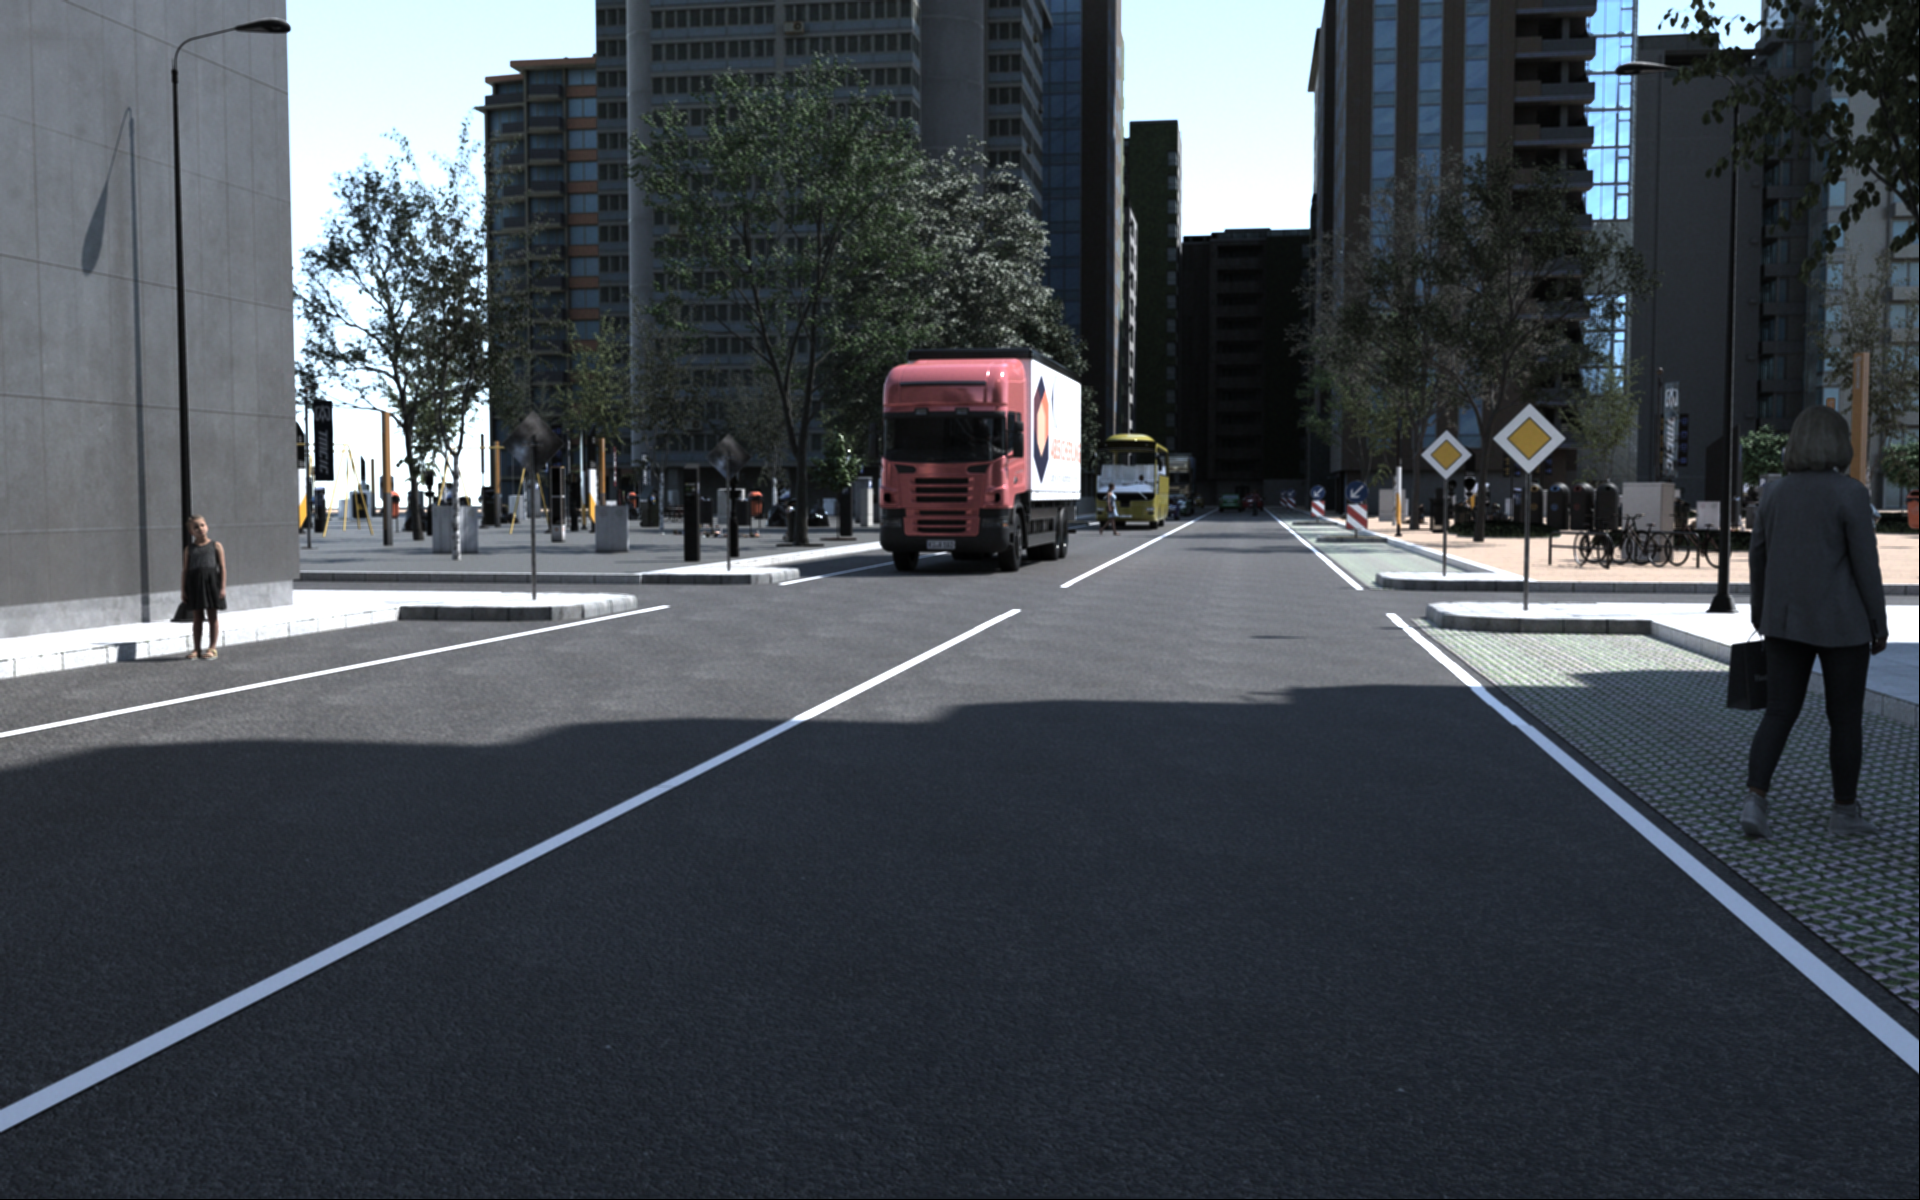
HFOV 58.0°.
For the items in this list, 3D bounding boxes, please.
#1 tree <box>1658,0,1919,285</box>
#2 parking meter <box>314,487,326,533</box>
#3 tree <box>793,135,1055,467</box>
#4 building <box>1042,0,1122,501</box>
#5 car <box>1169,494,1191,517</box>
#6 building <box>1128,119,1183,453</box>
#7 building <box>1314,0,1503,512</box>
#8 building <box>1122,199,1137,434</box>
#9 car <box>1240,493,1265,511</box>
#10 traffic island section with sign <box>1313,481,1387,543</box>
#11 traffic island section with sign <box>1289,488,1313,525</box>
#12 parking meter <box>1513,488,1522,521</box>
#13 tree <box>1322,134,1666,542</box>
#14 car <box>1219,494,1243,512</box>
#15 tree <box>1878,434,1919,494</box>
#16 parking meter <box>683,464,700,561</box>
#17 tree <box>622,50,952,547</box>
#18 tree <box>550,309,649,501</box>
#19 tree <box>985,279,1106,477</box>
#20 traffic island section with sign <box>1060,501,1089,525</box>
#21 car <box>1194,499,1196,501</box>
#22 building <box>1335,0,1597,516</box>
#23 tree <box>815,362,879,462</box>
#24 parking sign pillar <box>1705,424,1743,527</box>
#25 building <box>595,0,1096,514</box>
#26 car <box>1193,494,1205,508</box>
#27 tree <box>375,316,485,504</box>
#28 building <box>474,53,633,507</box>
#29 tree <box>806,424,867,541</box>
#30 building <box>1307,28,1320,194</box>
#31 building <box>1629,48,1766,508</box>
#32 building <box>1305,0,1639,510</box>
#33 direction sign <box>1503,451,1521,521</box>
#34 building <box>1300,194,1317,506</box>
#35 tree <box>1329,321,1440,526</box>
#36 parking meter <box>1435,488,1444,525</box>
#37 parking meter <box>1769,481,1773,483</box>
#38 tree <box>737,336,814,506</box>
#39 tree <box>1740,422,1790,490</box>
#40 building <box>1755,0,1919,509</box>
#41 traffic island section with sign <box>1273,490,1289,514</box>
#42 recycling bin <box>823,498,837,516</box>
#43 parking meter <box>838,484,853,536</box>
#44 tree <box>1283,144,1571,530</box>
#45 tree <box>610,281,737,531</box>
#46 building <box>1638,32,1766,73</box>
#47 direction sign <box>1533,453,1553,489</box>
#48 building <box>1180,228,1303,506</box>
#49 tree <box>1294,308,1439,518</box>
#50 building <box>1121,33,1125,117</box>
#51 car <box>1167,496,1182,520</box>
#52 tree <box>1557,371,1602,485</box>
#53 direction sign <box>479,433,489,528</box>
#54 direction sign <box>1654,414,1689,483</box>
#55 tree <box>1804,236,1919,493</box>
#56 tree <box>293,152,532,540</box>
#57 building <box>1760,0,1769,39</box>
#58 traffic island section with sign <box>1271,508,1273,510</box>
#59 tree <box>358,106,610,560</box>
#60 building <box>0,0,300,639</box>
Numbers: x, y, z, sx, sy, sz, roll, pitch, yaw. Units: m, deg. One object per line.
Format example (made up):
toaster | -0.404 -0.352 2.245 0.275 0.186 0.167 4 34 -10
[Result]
tree | 7.153 -3.774 12.063 4.737 8.622 4.395 0 3 0
parking meter | -21.403 -3.028 57.912 0.372 1.533 0.369 0 3 0
tree | -1.262 -9.516 62.244 9.857 13.997 8.962 0 3 0
building | 5.043 -29.617 134.350 14.600 45.320 14.200 1 4 9
car | 13.750 -6.050 110.722 2.131 1.459 4.920 1 4 11
building | 17.562 -31.179 193.376 14.086 41.232 14.154 1 4 9
building | 38.772 -30.761 153.059 14.600 45.320 14.200 1 4 9
building | 10.429 -24.519 172.593 14.107 30.474 14.160 1 4 9
car | 25.056 -8.515 148.262 2.155 1.783 4.494 1 4 10
traffic island section with sign | 11.653 -2.626 51.564 1.989 1.847 2.006 1 4 9
traffic island section with sign | 16.286 -4.334 79.492 1.989 1.847 2.006 1 4 9
parking meter | 23.332 -3.916 72.443 0.372 1.533 0.369 0 3 0
tree | 13.889 -6.826 46.014 8.767 10.594 7.601 1 4 11
car | 21.801 -7.985 139.350 1.959 1.807 4.718 1 4 11
tree | 51.395 -6.718 93.560 4.285 4.588 4.351 0 3 0
parking meter | -5.118 -1.673 33.058 0.255 1.863 0.399 0 4 1
tree | -4.003 -7.115 42.079 9.928 11.665 9.643 0 3 0
tree | -14.634 -7.304 69.786 4.737 8.622 4.395 0 3 0
tree | 3.345 -10.656 91.240 9.611 12.733 9.660 0 3 0
traffic island section with sign | 4.943 -4.365 79.998 1.989 1.847 2.006 1 4 9
car | 17.605 -7.630 137.113 2.083 1.381 4.827 1 4 9
building | 30.667 -27.991 107.757 14.600 45.320 14.200 1 4 9
tree | -5.755 -8.589 90.796 4.737 8.622 4.395 0 3 0
parking sign pillar | 29.817 -4.840 67.612 1.447 3.967 1.447 -3 4 -37
building | -7.349 -26.015 117.233 32.217 40.220 23.993 1 4 9
car | 23.943 -10.153 176.225 2.015 1.641 3.980 1 4 10
tree | -20.305 -7.145 67.190 4.737 8.622 4.395 0 3 0
building | -31.905 -31.800 174.559 28.867 44.769 22.147 1 4 9
tree | -3.535 -3.278 48.203 1.663 3.219 1.824 0 3 0
building | 53.107 -36.993 194.069 27.495 52.752 28.713 1 4 9
building | 65.959 -29.314 162.876 14.086 41.232 14.154 1 4 9
building | 38.101 -49.931 129.048 22.319 86.520 31.000 1 4 9
direction sign | 25.250 -5.337 79.254 0.876 3.537 0.379 3 5 44
building | 40.779 -24.208 167.500 14.160 30.474 14.107 1 4 9
tree | 17.507 -7.349 70.521 4.737 8.622 4.395 0 3 0
parking meter | 19.868 -3.873 71.729 0.372 1.533 0.369 0 3 0
parking meter | 15.862 -1.539 33.577 0.372 1.533 0.369 0 3 0
tree | -8.674 -7.825 78.298 4.360 8.622 3.978 0 3 0
tree | 36.966 -5.860 79.530 4.285 4.588 4.351 0 3 0
building | 87.880 -32.710 154.411 30.456 49.044 23.786 1 4 9
traffic island section with sign | 24.242 -7.267 127.444 1.989 1.847 2.006 1 4 9
recycling bin | -7.699 -5.525 102.882 0.722 1.027 0.722 1 4 11
parking meter | -3.490 -2.880 52.795 0.399 1.863 0.255 0 4 8
tree | 16.258 -9.224 61.185 12.009 13.543 11.850 0 3 0
tree | -10.423 -6.740 60.556 4.360 8.622 3.978 0 3 0
building | 76.718 -34.424 186.534 21.600 48.544 21.300 1 4 9
direction sign | 23.837 -4.825 70.882 0.379 3.537 0.876 -3 4 -39
building | 31.421 -25.652 191.118 14.107 30.474 14.160 1 4 9
tree | 21.957 -10.264 93.578 9.928 11.665 9.643 0 3 0
building | 6.528 -28.437 148.538 14.154 41.232 14.086 1 4 9
car | 11.255 -5.078 95.604 1.945 1.354 3.894 1 4 8
tree | 31.913 -8.270 85.574 4.737 8.622 4.395 0 3 0
direction sign | -17.853 -4.454 64.827 0.379 3.537 0.876 -1 4 -8
direction sign | 20.113 -3.488 49.029 0.876 3.537 0.379 2 4 26
tree | 26.242 -6.061 49.463 4.360 8.622 3.978 0 3 0
tree | -15.391 -6.941 47.897 7.601 10.594 8.767 0 4 7
building | 97.533 -45.511 182.358 20.611 71.187 20.563 1 4 9
traffic island section with sign | 28.717 -8.916 154.404 1.989 1.847 2.006 1 4 9
tree | -9.793 -5.106 33.840 4.360 8.622 3.978 0 3 0
building | -23.258 -12.069 16.400 30.058 24.678 14.314 1 4 9
